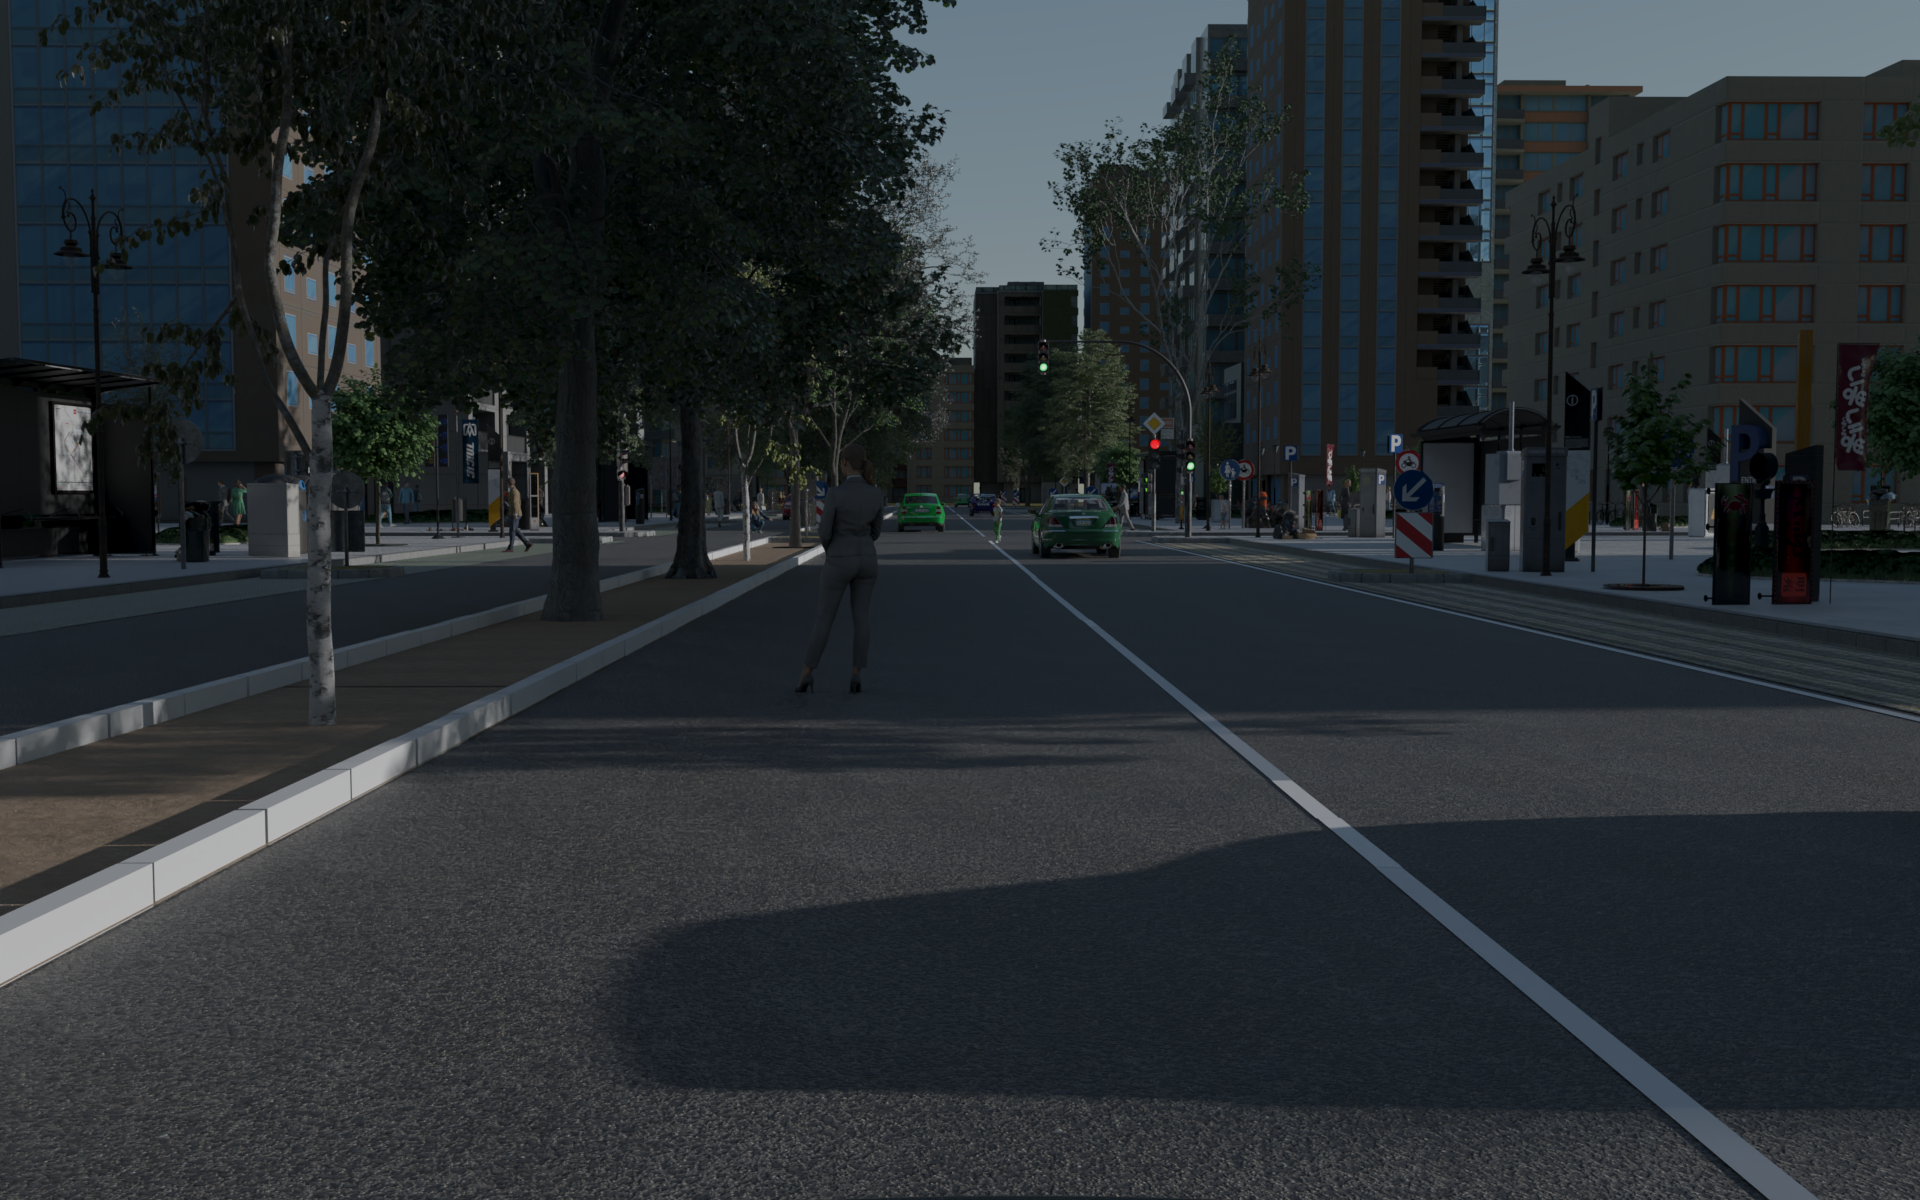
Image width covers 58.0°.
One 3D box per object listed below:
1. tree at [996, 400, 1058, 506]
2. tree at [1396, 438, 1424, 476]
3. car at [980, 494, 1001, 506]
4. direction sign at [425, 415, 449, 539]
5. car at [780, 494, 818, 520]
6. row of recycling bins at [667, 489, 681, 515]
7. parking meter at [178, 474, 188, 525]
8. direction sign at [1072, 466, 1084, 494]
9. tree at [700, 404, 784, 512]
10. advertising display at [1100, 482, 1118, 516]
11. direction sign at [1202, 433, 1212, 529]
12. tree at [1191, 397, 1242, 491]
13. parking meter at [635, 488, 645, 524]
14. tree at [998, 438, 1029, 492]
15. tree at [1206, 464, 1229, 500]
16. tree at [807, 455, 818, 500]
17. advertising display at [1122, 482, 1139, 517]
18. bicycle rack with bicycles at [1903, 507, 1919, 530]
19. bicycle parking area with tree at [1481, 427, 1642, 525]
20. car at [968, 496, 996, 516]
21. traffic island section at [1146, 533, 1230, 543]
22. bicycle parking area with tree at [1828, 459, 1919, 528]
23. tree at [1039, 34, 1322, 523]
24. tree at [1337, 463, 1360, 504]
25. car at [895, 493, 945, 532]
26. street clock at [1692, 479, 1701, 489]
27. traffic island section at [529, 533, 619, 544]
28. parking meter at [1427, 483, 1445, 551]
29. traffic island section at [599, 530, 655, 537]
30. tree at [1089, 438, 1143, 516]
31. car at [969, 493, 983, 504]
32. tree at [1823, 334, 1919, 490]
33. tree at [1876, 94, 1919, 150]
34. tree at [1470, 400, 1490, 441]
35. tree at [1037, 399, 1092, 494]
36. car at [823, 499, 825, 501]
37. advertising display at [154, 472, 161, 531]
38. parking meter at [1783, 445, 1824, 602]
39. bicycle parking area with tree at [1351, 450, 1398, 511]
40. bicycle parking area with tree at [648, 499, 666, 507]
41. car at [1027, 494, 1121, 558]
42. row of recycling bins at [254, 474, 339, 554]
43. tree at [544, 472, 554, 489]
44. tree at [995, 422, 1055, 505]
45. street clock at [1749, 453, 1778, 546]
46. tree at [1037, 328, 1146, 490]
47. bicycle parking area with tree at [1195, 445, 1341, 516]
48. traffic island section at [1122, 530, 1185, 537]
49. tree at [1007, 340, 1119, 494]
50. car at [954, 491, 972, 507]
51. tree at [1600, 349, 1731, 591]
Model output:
[{"bbox_3d":[7.304,-15.593,180.693,9.928,11.665,9.643,0,3,0],"label":"tree"},{"bbox_3d":[27.133,-7.207,101.543,4.285,4.588,4.351,0,3,0],"label":"tree"},{"bbox_3d":[2.257,-7.854,140.211,2.131,1.459,4.920,0,4,-1],"label":"car"},{"bbox_3d":[-14.954,-3.519,49.533,0.876,3.537,0.379,2,4,27],"label":"direction sign"},{"bbox_3d":[-8.975,-5.385,97.092,2.155,1.783,4.494,0,4,-2],"label":"car"},{"bbox_3d":[-16.785,-6.091,106.705,1.069,1.692,3.534,2,4,30],"label":"row of recycling bins"},{"bbox_3d":[-22.437,-2.710,50.021,0.255,1.863,0.399,-2,4,-24],"label":"parking meter"},{"bbox_3d":[9.115,-8.682,133.942,0.876,3.537,0.379,-1,4,-9],"label":"direction sign"},{"bbox_3d":[-15.295,-12.644,124.859,7.486,12.596,7.792,0,3,0],"label":"tree"},{"bbox_3d":[8.250,-5.539,95.779,0.974,1.923,0.123,0,4,7],"label":"advertising display"},{"bbox_3d":[9.153,-4.403,63.992,0.379,3.537,0.876,0,4,1],"label":"direction sign"},{"bbox_3d":[18.713,-10.937,129.184,4.737,8.622,4.395,0,3,0],"label":"tree"},{"bbox_3d":[-13.654,-4.004,73.884,0.372,1.533,0.369,0,3,0],"label":"parking meter"},{"bbox_3d":[6.735,-15.831,209.194,4.360,8.622,3.978,0,3,0],"label":"tree"},{"bbox_3d":[16.330,-7.010,109.219,1.663,3.219,1.824,0,3,0],"label":"tree"},{"bbox_3d":[-17.986,-21.223,202.882,12.611,20.169,13.585,0,3,0],"label":"tree"},{"bbox_3d":[9.356,-5.502,95.170,0.974,1.923,0.123,-1,4,-21],"label":"advertising display"},{"bbox_3d":[28.177,-2.175,48.940,2.925,0.926,2.852,-3,5,-40],"label":"bicycle rack with bicycles"},{"bbox_3d":[25.296,-5.380,74.962,8.231,4.147,9.016,2,4,25],"label":"bicycle parking area with tree"},{"bbox_3d":[1.480,-6.149,113.111,1.945,1.354,3.894,0,4,-1],"label":"car"},{"bbox_3d":[6.795,-1.788,51.522,2.009,0.180,2.903,0,4,-1],"label":"traffic island section"},{"bbox_3d":[38.017,-4.840,66.134,9.016,4.147,8.231,-3,4,-38],"label":"bicycle parking area with tree"},{"bbox_3d":[9.436,-13.319,73.652,12.611,20.169,13.585,0,3,0],"label":"tree"},{"bbox_3d":[24.069,-6.815,106.020,1.663,3.219,1.824,0,3,0],"label":"tree"},{"bbox_3d":[-1.535,-3.557,66.961,1.959,1.807,4.718,0,4,-2],"label":"car"},{"bbox_3d":[25.254,-3.356,59.444,0.358,2.002,0.471,2,4,29],"label":"street clock"},{"bbox_3d":[-11.444,-1.771,51.238,2.009,0.180,2.903,0,4,-1],"label":"traffic island section"},{"bbox_3d":[10.785,-1.886,39.252,0.372,1.533,0.369,0,3,0],"label":"parking meter"},{"bbox_3d":[-11.571,-2.259,59.222,2.009,0.180,2.903,0,4,-1],"label":"traffic island section"},{"bbox_3d":[9.098,-7.100,99.793,4.285,4.588,4.351,0,3,0],"label":"tree"},{"bbox_3d":[1.814,-9.521,165.254,1.945,1.707,3.694,0,4,-3],"label":"car"},{"bbox_3d":[18.181,-2.992,32.635,4.285,4.588,4.351,0,3,0],"label":"tree"},{"bbox_3d":[10.701,-5.782,12.663,7.486,12.596,7.792,0,3,0],"label":"tree"},{"bbox_3d":[38.727,-11.151,132.680,4.360,8.622,3.978,0,3,0],"label":"tree"},{"bbox_3d":[7.906,-10.899,128.561,4.360,8.622,3.978,0,3,0],"label":"tree"},{"bbox_3d":[-7.971,-6.398,113.398,1.959,1.807,4.718,0,4,-2],"label":"car"},{"bbox_3d":[-24.203,-2.833,51.538,0.974,1.923,0.123,1,4,19],"label":"advertising display"},{"bbox_3d":[10.084,-0.920,20.758,0.255,1.863,0.399,-3,5,-40],"label":"parking meter"},{"bbox_3d":[23.916,-7.759,113.859,9.016,4.147,8.231,-3,5,-39],"label":"bicycle parking area with tree"},{"bbox_3d":[-25.464,-8.503,126.019,9.016,4.147,8.231,2,4,26],"label":"bicycle parking area with tree"},{"bbox_3d":[2.669,-1.746,40.351,2.131,1.459,4.920,0,4,-1],"label":"car"},{"bbox_3d":[-14.367,-1.855,37.441,1.069,1.692,3.534,0,4,-1],"label":"row of recycling bins"},{"bbox_3d":[-20.686,-8.681,92.290,4.737,8.622,4.395,0,3,0],"label":"tree"},{"bbox_3d":[7.671,-15.914,194.609,8.767,10.594,7.601,3,5,41],"label":"tree"},{"bbox_3d":[14.044,-1.574,30.311,0.358,2.002,0.471,-1,4,-14],"label":"street clock"},{"bbox_3d":[9.018,-12.247,118.369,7.486,12.596,7.792,0,3,0],"label":"tree"},{"bbox_3d":[18.316,-7.150,103.908,9.016,4.147,8.231,1,4,14],"label":"bicycle parking area with tree"},{"bbox_3d":[6.668,-2.277,59.506,2.009,0.180,2.903,0,4,-1],"label":"traffic island section"},{"bbox_3d":[8.656,-14.420,142.429,9.857,13.997,8.962,0,3,0],"label":"tree"},{"bbox_3d":[0.319,-11.016,188.910,1.959,1.807,4.718,0,4,-3],"label":"car"},{"bbox_3d":[9.161,-1.749,23.195,1.663,3.219,1.824,0,3,0],"label":"tree"}]
